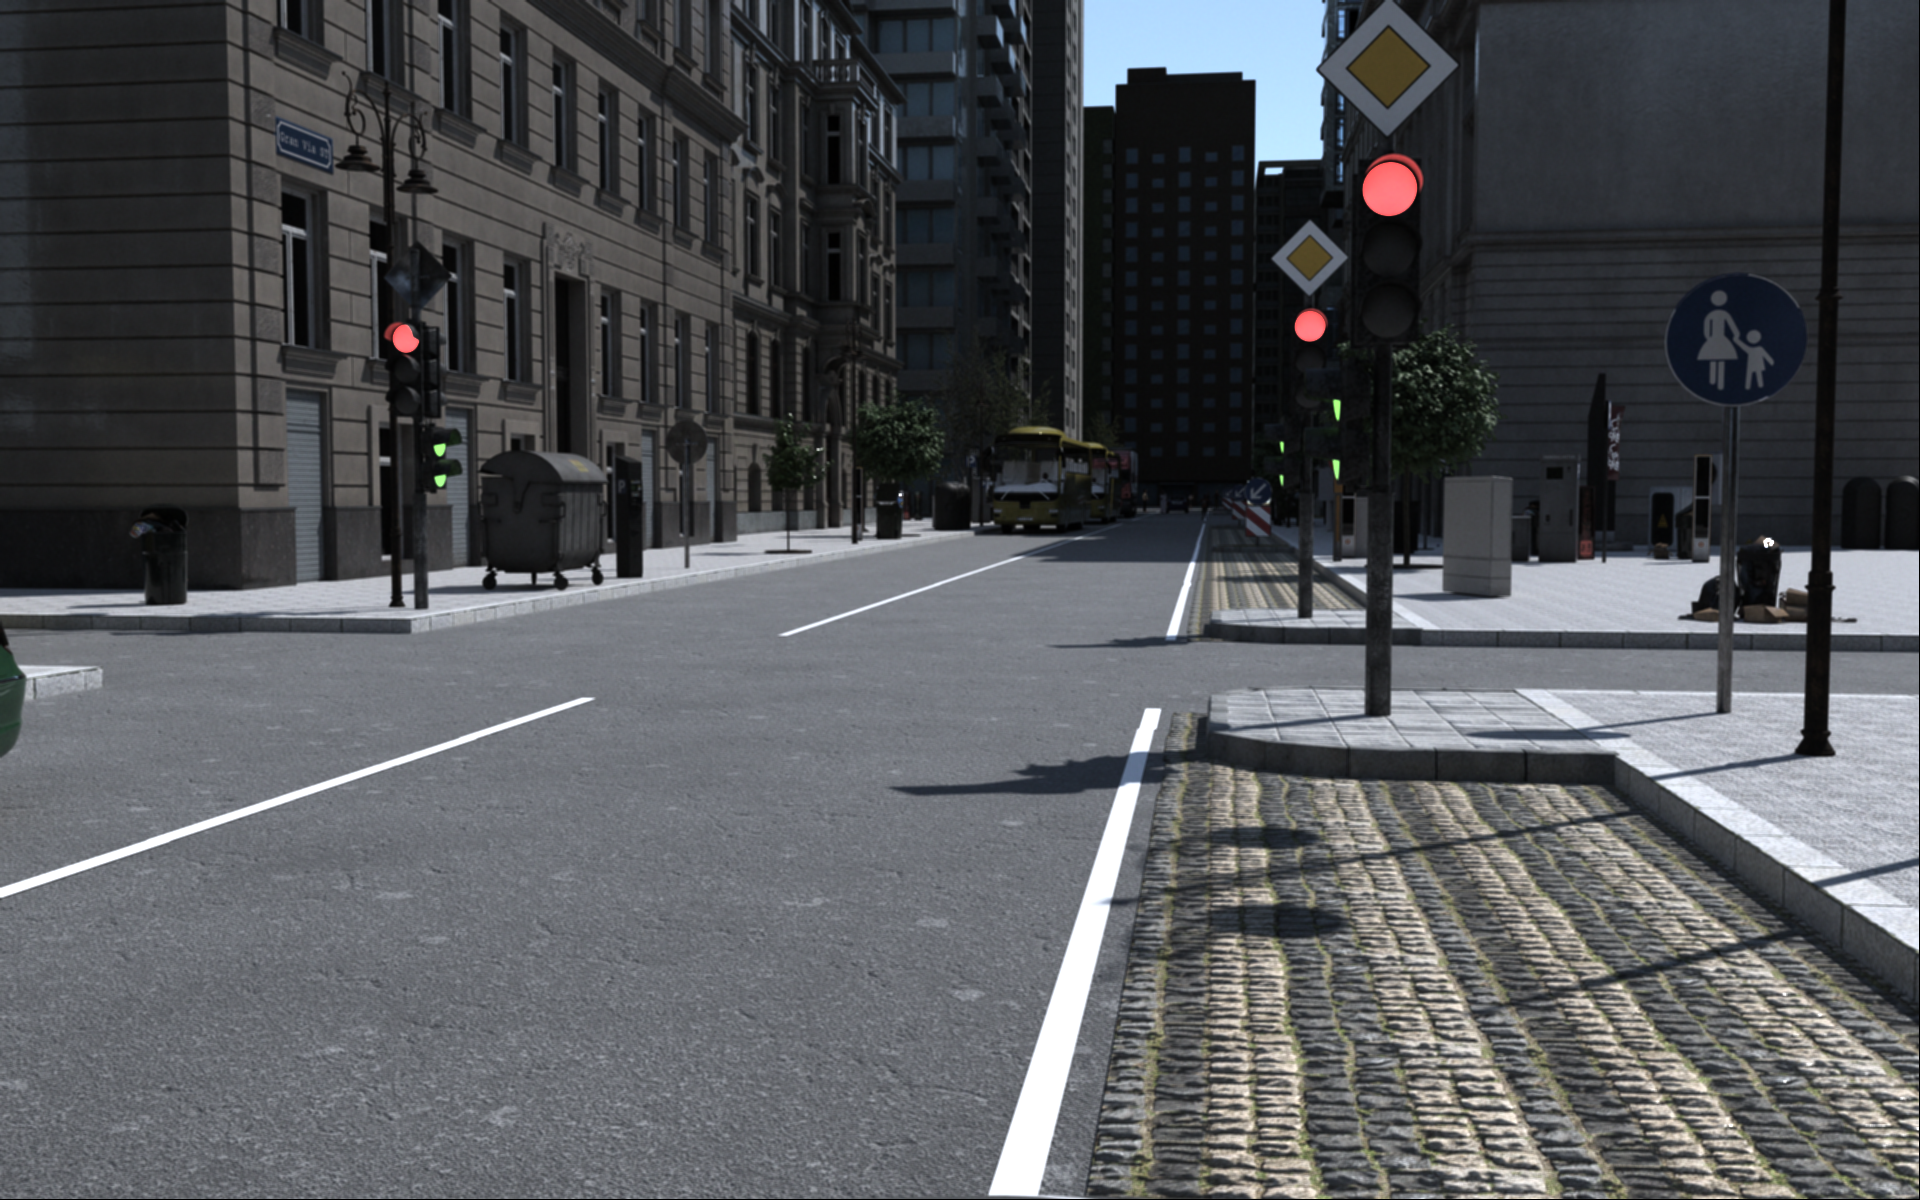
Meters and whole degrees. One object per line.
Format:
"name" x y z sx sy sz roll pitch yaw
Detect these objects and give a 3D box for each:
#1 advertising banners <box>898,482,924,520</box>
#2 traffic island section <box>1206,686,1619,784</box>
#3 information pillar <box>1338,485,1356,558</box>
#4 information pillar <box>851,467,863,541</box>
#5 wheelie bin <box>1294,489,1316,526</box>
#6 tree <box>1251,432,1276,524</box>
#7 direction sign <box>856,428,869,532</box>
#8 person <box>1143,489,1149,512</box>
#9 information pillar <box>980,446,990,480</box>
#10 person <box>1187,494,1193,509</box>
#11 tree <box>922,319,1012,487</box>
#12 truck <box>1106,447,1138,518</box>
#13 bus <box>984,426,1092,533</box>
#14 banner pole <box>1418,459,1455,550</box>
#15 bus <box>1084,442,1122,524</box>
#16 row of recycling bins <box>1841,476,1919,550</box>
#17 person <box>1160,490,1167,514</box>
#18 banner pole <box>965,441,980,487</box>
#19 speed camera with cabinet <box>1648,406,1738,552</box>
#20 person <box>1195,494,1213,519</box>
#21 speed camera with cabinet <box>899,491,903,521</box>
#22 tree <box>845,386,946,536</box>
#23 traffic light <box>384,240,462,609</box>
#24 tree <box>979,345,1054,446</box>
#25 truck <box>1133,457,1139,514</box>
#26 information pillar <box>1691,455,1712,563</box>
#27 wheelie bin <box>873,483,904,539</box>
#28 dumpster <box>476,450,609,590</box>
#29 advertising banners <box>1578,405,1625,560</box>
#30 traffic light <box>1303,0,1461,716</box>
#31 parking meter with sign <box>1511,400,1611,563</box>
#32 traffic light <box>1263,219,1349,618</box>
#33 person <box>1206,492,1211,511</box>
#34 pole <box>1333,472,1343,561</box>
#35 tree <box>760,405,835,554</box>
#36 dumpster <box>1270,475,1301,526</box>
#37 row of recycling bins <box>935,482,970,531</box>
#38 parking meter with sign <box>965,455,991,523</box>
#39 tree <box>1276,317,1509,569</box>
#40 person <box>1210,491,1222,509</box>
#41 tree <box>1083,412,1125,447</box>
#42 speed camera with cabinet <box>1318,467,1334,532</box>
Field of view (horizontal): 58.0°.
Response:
"advertising banners" -2.611 -5.468 85.589 2.074 3.025 0.090 3 5 40
"traffic island section" 2.448 0.747 10.061 2.009 0.180 2.903 1 4 8
"information pillar" 7.728 -1.840 34.584 0.304 2.012 0.304 0 4 3
"information pillar" -2.842 -2.647 47.775 0.304 2.012 0.304 0 4 -2
"wheelie bin" 13.629 -3.710 68.569 0.693 1.594 0.980 3 4 36
"tree" 14.097 -5.600 75.279 4.285 4.588 4.351 0 3 0
"direction sign" -3.274 -4.081 58.720 0.379 3.537 0.876 -3 4 -36
"person" 14.613 -7.832 136.555 0.705 1.823 1.348 2 4 23
"information pillar" 1.236 -5.658 83.870 0.504 3.616 0.183 1 4 17
"person" 20.865 -8.879 156.867 0.799 1.438 0.628 2 4 28
"tree" 0.182 -7.530 73.476 4.360 8.622 3.978 0 3 0
"truck" 9.466 -7.168 106.111 2.839 4.237 11.283 0 4 8
"bus" 3.258 -4.590 66.601 2.896 3.916 12.252 1 4 10
"banner pole" 10.951 -3.043 39.769 0.863 3.779 0.401 1 4 15
"bus" 6.397 -5.761 85.744 2.896 3.916 12.252 1 4 8
"row of recycling bins" 22.343 -2.010 39.980 3.534 1.692 1.069 1 4 23
"person" 14.710 -7.107 125.375 0.551 1.740 0.621 0 4 -7
"banner pole" 0.508 -5.448 79.086 0.863 3.779 0.401 0 4 6
"speed camera with cabinet" 16.217 -2.692 38.351 0.660 3.252 2.038 -1 4 -22
"person" 13.794 -5.257 97.718 1.065 1.426 0.557 2 4 24
"speed camera with cabinet" -3.642 -5.457 83.557 2.038 3.252 0.660 3 5 43
"tree" -1.909 -4.239 53.017 4.285 4.588 4.351 0 3 0
"traffic light" -6.000 -1.854 19.229 0.839 4.253 0.868 1 4 8
"tree" 2.544 -8.325 86.468 4.737 8.622 4.395 0 3 0
"truck" 11.314 -8.212 123.187 2.839 4.237 11.283 0 4 7
"information pillar" 13.923 -1.714 32.514 0.304 2.012 0.304 1 4 20
"wheelie bin" -2.025 -2.541 49.459 0.980 1.594 0.693 1 4 18
"dumpster" -5.718 -1.102 23.772 1.264 1.857 1.865 1 4 8
"advertising banners" 12.221 -2.304 33.857 2.074 3.025 0.090 -2 4 -26
"traffic light" 2.410 -1.286 9.953 0.839 4.253 0.868 1 4 8
"parking meter with sign" 11.302 -2.226 32.662 1.738 3.016 0.543 2 4 25
"traffic light" 3.563 -1.770 17.855 0.839 4.253 0.868 1 4 8
"person" 20.841 -8.288 145.481 0.415 1.643 0.593 0 4 8
"pole" 7.213 -2.395 32.995 0.158 3.312 0.155 0 3 0
"tree" -3.759 -2.626 37.542 1.663 3.219 1.824 0 3 0
"dumpster" 13.372 -4.147 70.293 1.502 2.255 1.985 1 4 8
"row of recycling bins" -0.218 -3.389 62.521 1.069 1.692 3.534 1 4 9
"parking meter with sign" 0.837 -4.947 77.139 0.543 3.016 1.738 -2 4 -26
"tree" 7.822 -2.848 30.272 4.285 4.588 4.351 0 3 0
"person" 23.661 -9.233 159.982 1.217 1.766 0.721 -2 4 -26
"tree" 12.795 -12.363 152.501 4.737 8.622 4.395 0 3 0
"speed camera with cabinet" 12.778 -3.968 59.218 0.660 3.252 2.038 2 4 27
